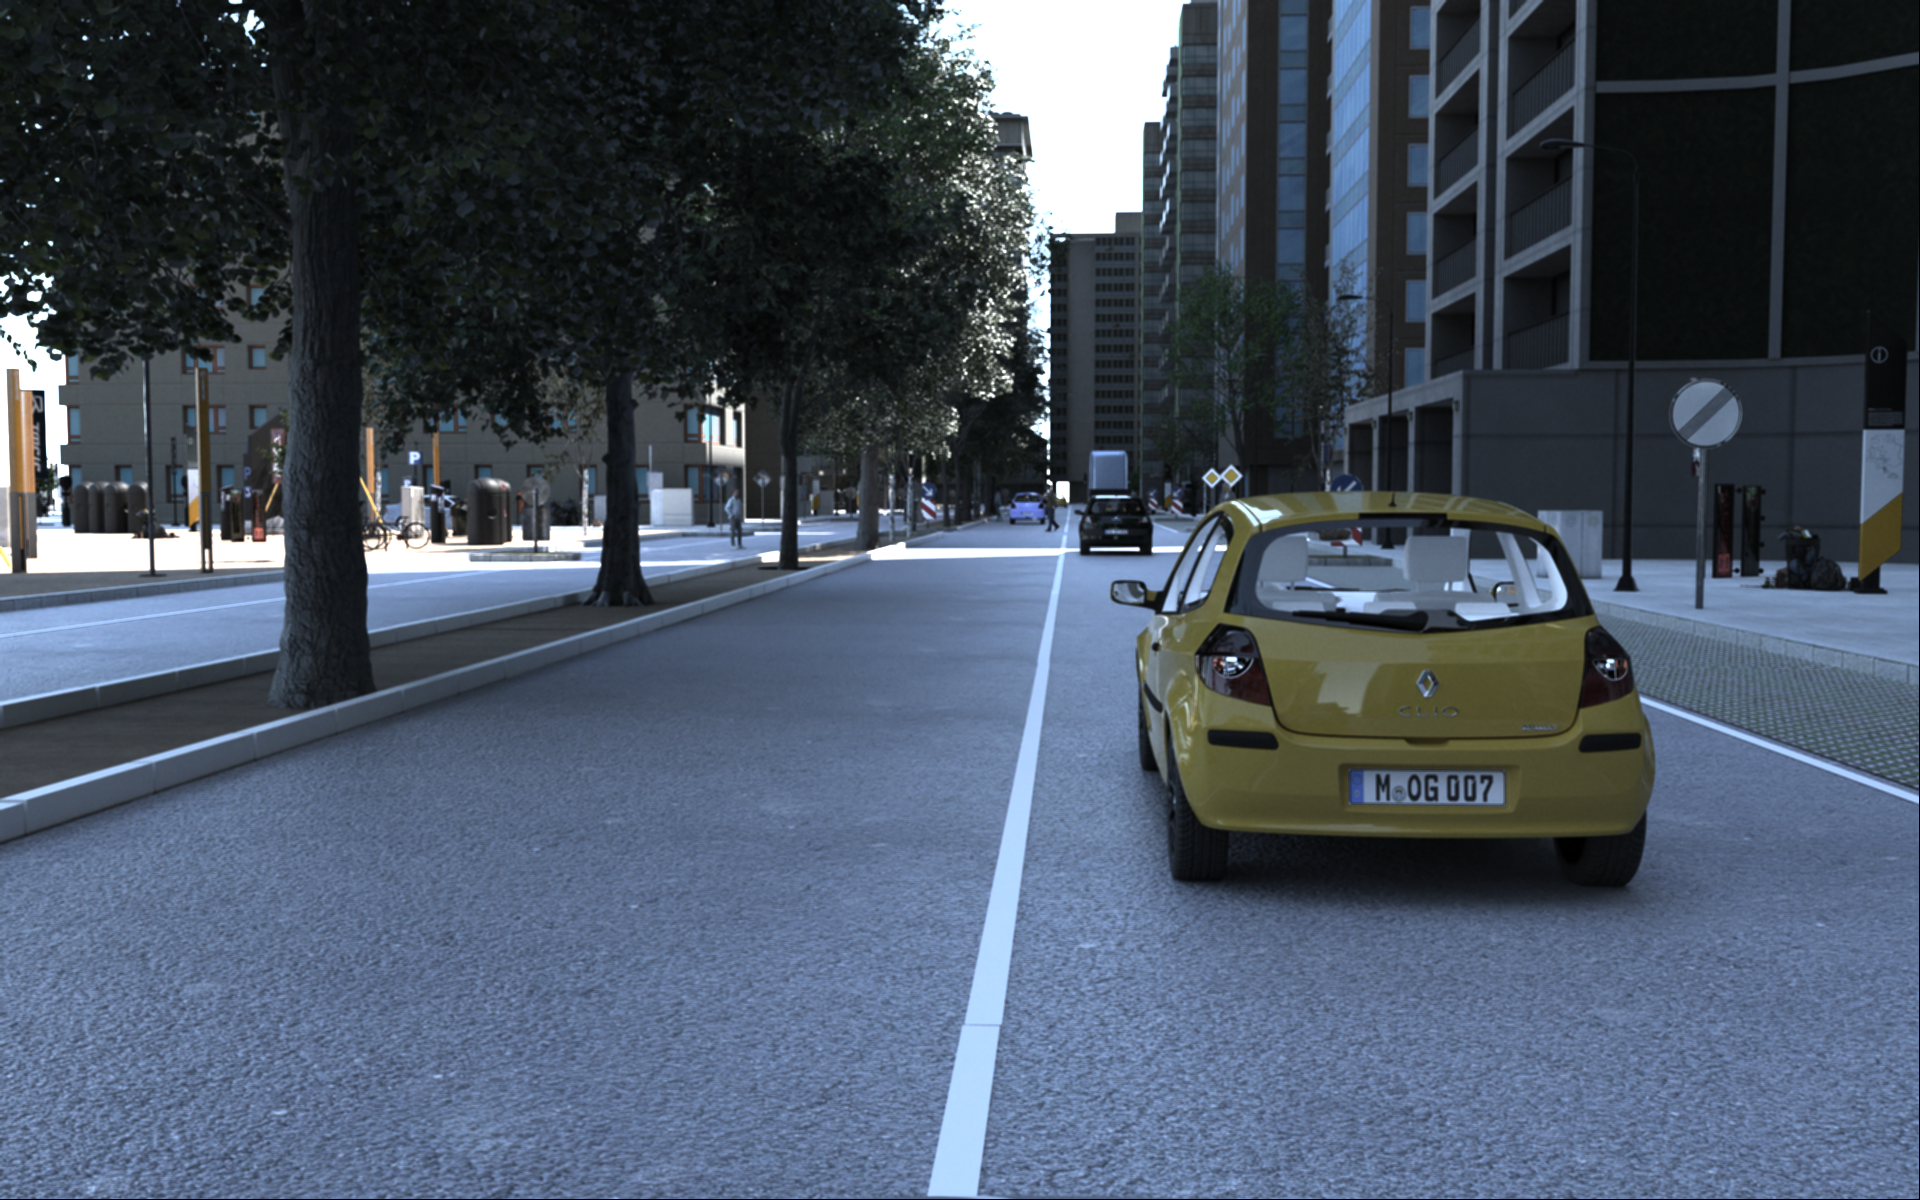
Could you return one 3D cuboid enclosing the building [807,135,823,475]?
[{"bbox_3d":[-21.772,-28.604,122.293,22.147,44.769,28.867,0,4,4],"label":"building"}]

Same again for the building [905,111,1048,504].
[{"bbox_3d":[-1.793,-39.740,238.991,27.495,52.752,28.713,0,4,4],"label":"building"}]

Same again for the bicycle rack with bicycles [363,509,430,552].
[{"bbox_3d":[-13.804,-1.585,39.301,2.925,0.926,2.852,0,4,-2],"label":"bicycle rack with bicycles"}]

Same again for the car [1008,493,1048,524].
[{"bbox_3d":[3.252,-4.504,83.224,1.945,1.707,3.694,0,4,3],"label":"car"}]

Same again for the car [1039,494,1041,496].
[{"bbox_3d":[5.606,-7.473,132.413,2.015,1.641,3.980,0,4,2],"label":"car"}]

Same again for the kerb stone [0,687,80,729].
[{"bbox_3d":[-5.840,0.683,11.021,0.120,0.150,1.000,0,4,4],"label":"kerb stone"}]

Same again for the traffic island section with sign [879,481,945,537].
[{"bbox_3d":[-1.668,-3.107,58.931,2.006,1.907,1.989,0,4,4],"label":"traffic island section with sign"}]

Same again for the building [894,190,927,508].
[{"bbox_3d":[-10.791,-23.997,164.051,14.160,30.474,14.107,0,4,4],"label":"building"}]

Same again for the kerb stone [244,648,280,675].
[{"bbox_3d":[-5.639,0.496,14.092,0.120,0.150,1.000,0,4,4],"label":"kerb stone"}]

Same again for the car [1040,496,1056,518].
[{"bbox_3d":[4.677,-5.463,101.892,1.945,1.354,3.894,0,4,5],"label":"car"}]

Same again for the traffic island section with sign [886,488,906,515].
[{"bbox_3d":[-3.981,-6.729,118.654,1.989,1.847,2.006,0,4,4],"label":"traffic island section with sign"}]

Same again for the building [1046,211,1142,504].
[{"bbox_3d":[24.094,-33.569,240.740,23.993,40.220,32.217,0,4,4],"label":"building"}]

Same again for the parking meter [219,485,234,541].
[{"bbox_3d":[-20.290,-2.419,47.963,0.372,1.533,0.369,0,3,0],"label":"parking meter"}]

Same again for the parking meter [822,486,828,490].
[{"bbox_3d":[-9.257,-6.897,118.478,0.399,1.863,0.255,-3,4,-37],"label":"parking meter"}]

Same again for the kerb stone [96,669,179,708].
[{"bbox_3d":[-5.761,0.621,12.040,0.120,0.150,1.000,0,4,4],"label":"kerb stone"}]

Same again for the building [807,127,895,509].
[{"bbox_3d":[-13.354,-28.513,149.777,14.154,41.232,14.086,0,4,4],"label":"building"}]

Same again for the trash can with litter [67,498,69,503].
[{"bbox_3d":[-48.811,-5.135,95.351,0.624,1.170,1.055,-1,4,-13],"label":"trash can with litter"}]

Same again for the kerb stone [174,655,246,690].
[{"bbox_3d":[-5.700,0.559,13.063,0.120,0.150,1.000,0,4,4],"label":"kerb stone"}]

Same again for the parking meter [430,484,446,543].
[{"bbox_3d":[-13.611,-2.246,45.139,0.372,1.533,0.369,0,3,0],"label":"parking meter"}]

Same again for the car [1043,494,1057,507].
[{"bbox_3d":[9.723,-11.027,189.329,2.155,1.783,4.494,0,4,4],"label":"car"}]

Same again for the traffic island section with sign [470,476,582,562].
[{"bbox_3d":[-9.262,-1.753,37.291,1.989,1.847,2.006,0,4,4],"label":"traffic island section with sign"}]

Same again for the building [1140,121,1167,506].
[{"bbox_3d":[27.128,-31.137,192.685,14.154,41.232,14.086,0,4,4],"label":"building"}]

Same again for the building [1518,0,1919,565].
[{"bbox_3d":[20.345,-36.555,35.924,20.563,71.187,20.611,0,4,4],"label":"building"}]

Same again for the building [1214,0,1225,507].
[{"bbox_3d":[29.137,-35.647,124.823,21.231,58.520,28.212,0,4,4],"label":"building"}]

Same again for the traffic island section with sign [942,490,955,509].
[{"bbox_3d":[-0.717,-9.802,168.895,1.989,1.847,2.006,0,4,4],"label":"traffic island section with sign"}]

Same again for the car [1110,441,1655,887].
[{"bbox_3d":[1.702,0.149,7.792,2.015,1.641,3.980,0,4,3],"label":"car"}]

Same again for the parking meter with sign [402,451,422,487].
[{"bbox_3d":[-22.194,-4.499,69.816,0.543,3.016,1.738,0,4,0],"label":"parking meter with sign"}]

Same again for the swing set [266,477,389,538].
[{"bbox_3d":[-18.329,-3.194,49.845,2.862,2.851,3.119,0,4,2],"label":"swing set"}]

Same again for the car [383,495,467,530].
[{"bbox_3d":[-18.994,-3.186,64.091,4.499,1.417,2.014,0,4,3],"label":"car"}]

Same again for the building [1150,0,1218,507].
[{"bbox_3d":[31.148,-33.658,169.911,23.786,49.044,30.456,0,4,4],"label":"building"}]

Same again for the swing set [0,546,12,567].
[{"bbox_3d":[-17.458,-1.889,28.510,2.862,2.851,3.119,-1,4,-23],"label":"swing set"}]

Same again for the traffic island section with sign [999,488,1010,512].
[{"bbox_3d":[3.677,-8.145,141.304,2.006,1.907,1.989,0,4,4],"label":"traffic island section with sign"}]

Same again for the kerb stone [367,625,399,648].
[{"bbox_3d":[-5.506,0.374,16.138,0.120,0.150,1.000,0,4,4],"label":"kerb stone"}]

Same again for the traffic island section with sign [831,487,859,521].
[{"bbox_3d":[-5.739,-5.076,91.617,1.989,1.847,2.006,0,4,4],"label":"traffic island section with sign"}]

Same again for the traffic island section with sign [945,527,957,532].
[{"bbox_3d":[-1.178,-3.559,66.322,2.006,1.907,1.989,0,4,4],"label":"traffic island section with sign"}]

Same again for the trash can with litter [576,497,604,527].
[{"bbox_3d":[-14.359,-3.419,67.284,1.055,1.170,0.624,1,4,9],"label":"trash can with litter"}]

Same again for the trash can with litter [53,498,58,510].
[{"bbox_3d":[-67.458,-7.199,129.083,1.055,1.170,0.624,-3,4,-37],"label":"trash can with litter"}]

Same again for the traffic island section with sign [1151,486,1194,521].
[{"bbox_3d":[11.240,-5.038,90.992,1.989,1.847,2.006,0,4,4],"label":"traffic island section with sign"}]

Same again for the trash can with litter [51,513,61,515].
[{"bbox_3d":[-54.654,-5.789,105.704,2.233,1.210,1.678,0,4,-7],"label":"trash can with litter"}]

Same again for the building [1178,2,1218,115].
[{"bbox_3d":[25.483,-28.412,148.135,14.154,41.232,14.086,0,4,4],"label":"building"}]

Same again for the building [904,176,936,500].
[{"bbox_3d":[-14.870,-31.201,202.012,23.993,40.220,32.217,0,4,4],"label":"building"}]

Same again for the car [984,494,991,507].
[{"bbox_3d":[3.610,-11.120,191.593,2.009,1.686,4.222,0,4,3],"label":"car"}]

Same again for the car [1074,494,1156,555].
[{"bbox_3d":[3.772,-1.972,42.036,2.009,1.686,4.222,0,4,4],"label":"car"}]

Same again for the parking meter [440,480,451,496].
[{"bbox_3d":[-21.157,-4.005,71.196,0.255,1.863,0.399,2,4,30],"label":"parking meter"}]

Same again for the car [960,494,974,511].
[{"bbox_3d":[0.674,-8.441,147.793,2.009,1.686,4.222,0,4,2],"label":"car"}]

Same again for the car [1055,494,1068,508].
[{"bbox_3d":[10.442,-10.574,183.111,2.015,1.641,3.980,0,4,5],"label":"car"}]

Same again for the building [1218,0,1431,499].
[{"bbox_3d":[20.995,-26.838,88.909,14.600,45.320,14.200,0,4,4],"label":"building"}]

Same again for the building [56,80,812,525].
[{"bbox_3d":[-23.323,-14.751,86.212,27.650,21.520,28.899,0,4,4],"label":"building"}]

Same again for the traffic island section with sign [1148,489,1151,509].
[{"bbox_3d":[12.980,-6.683,117.891,1.989,1.847,2.006,0,4,4],"label":"traffic island section with sign"}]

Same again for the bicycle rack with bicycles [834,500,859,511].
[{"bbox_3d":[-8.217,-7.248,131.882,2.852,0.926,2.925,3,4,38],"label":"bicycle rack with bicycles"}]

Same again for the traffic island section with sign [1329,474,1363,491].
[{"bbox_3d":[7.604,-1.621,35.128,1.989,1.847,2.006,0,4,4],"label":"traffic island section with sign"}]
